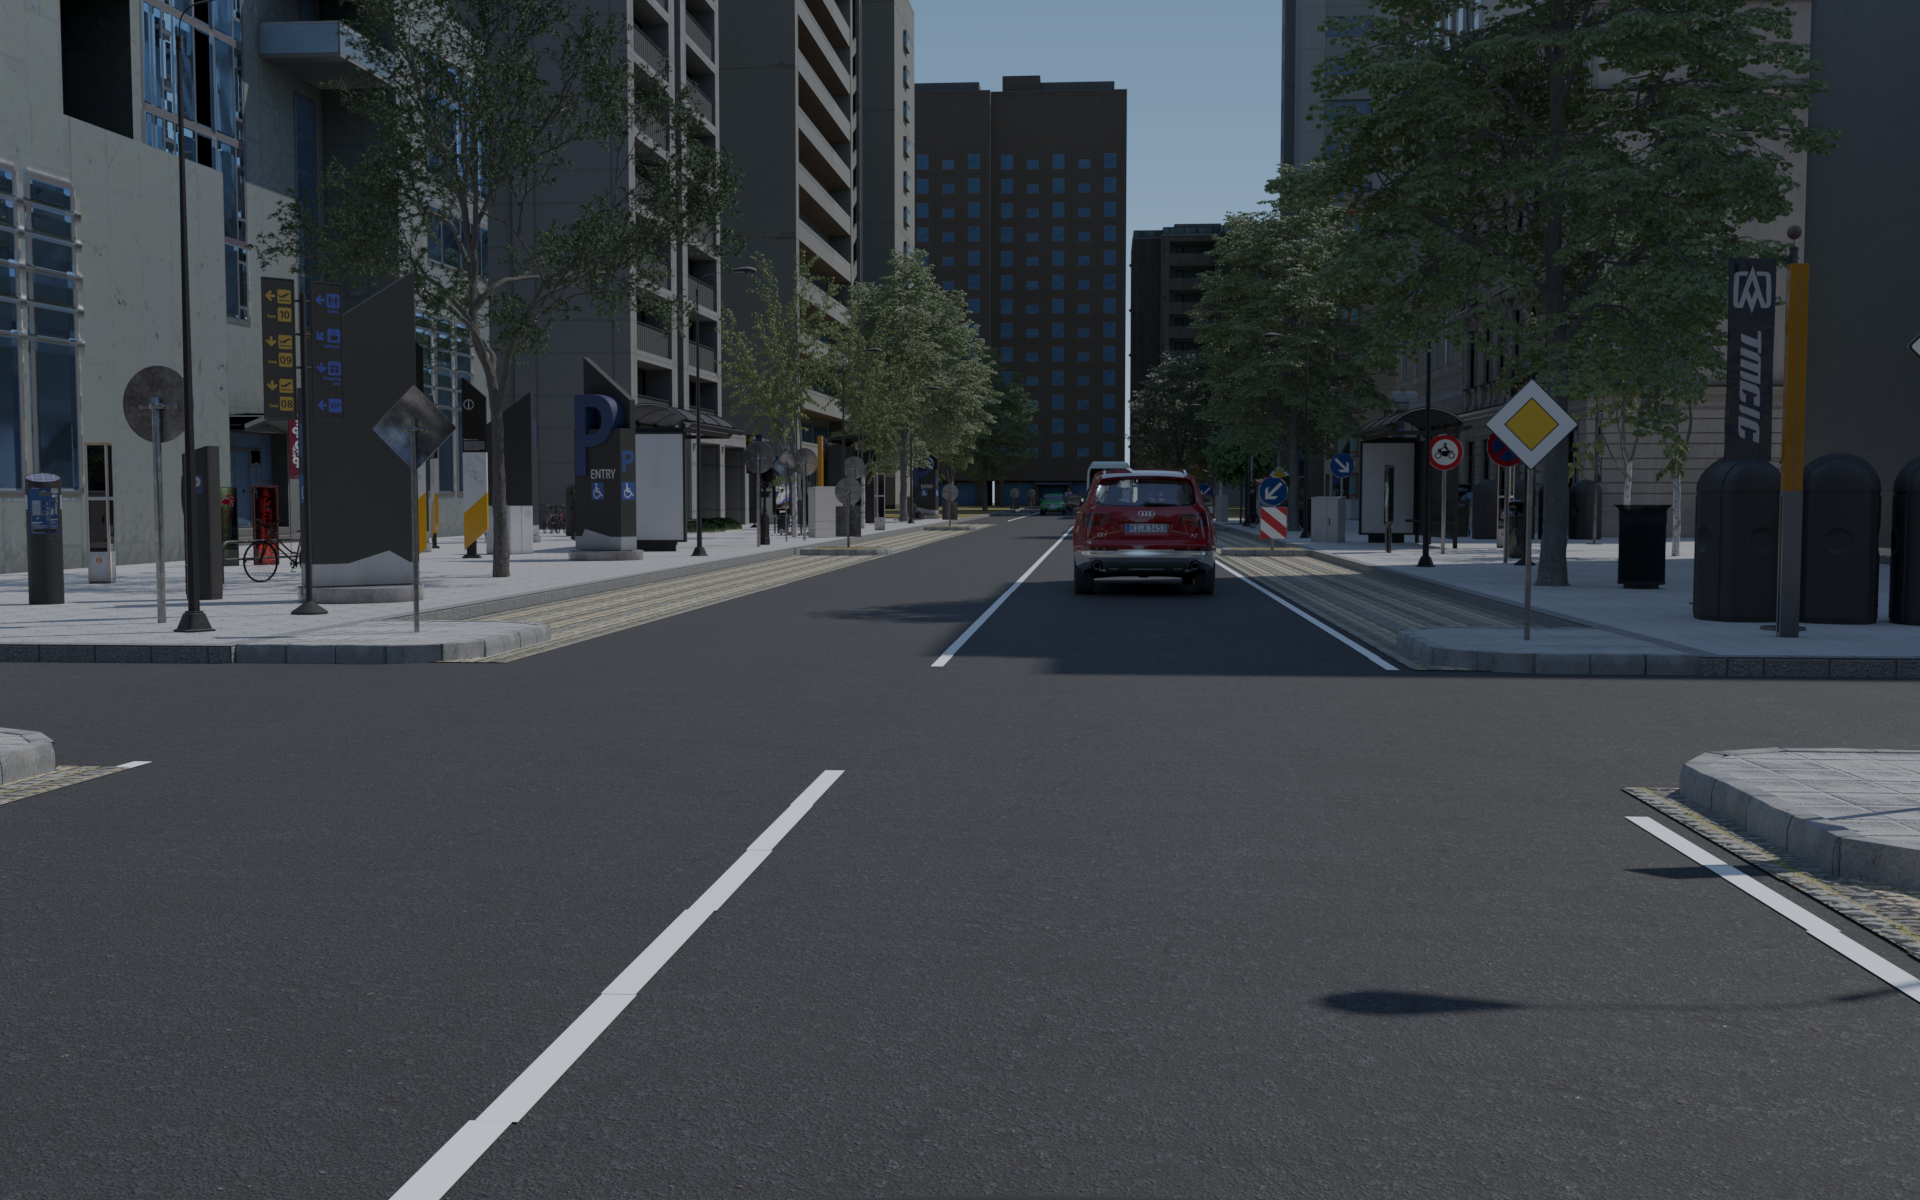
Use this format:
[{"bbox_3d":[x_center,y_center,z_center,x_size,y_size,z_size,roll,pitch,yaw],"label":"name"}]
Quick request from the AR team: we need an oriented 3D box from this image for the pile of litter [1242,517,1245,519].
[{"bbox_3d":[14.993,-4.498,87.505,1.176,0.858,1.719,-1,4,-22],"label":"pile of litter"}]

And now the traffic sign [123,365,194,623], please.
[{"bbox_3d":[-7.950,-1.044,17.174,0.768,2.556,0.104,1,4,9],"label":"traffic sign"}]

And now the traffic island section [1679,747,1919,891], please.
[{"bbox_3d":[4.331,0.919,7.259,2.009,0.180,2.903,0,4,5],"label":"traffic island section"}]

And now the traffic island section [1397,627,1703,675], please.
[{"bbox_3d":[4.997,0.432,15.216,2.009,0.180,2.903,0,4,5],"label":"traffic island section"}]

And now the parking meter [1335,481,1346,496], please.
[{"bbox_3d":[16.701,-4.302,76.053,0.399,1.863,0.255,-2,4,-25],"label":"parking meter"}]

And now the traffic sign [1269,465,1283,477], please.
[{"bbox_3d":[12.554,-4.095,68.138,0.795,2.450,0.064,0,4,7],"label":"traffic sign"}]

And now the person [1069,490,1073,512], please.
[{"bbox_3d":[8.533,-7.749,135.720,0.750,1.759,0.617,-2,4,-30],"label":"person"}]

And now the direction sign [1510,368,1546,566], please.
[{"bbox_3d":[10.175,-2.392,31.100,0.876,3.537,0.379,-2,4,-31],"label":"direction sign"}]

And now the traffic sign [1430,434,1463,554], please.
[{"bbox_3d":[10.302,-2.249,36.884,0.768,2.556,0.104,0,4,5],"label":"traffic sign"}]

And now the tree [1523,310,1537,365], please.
[{"bbox_3d":[15.324,-5.475,39.872,4.737,8.622,4.395,0,3,0],"label":"tree"}]

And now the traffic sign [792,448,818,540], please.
[{"bbox_3d":[-4.301,-2.918,47.814,0.768,2.556,0.104,1,4,10],"label":"traffic sign"}]

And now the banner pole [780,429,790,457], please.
[{"bbox_3d":[-6.744,-4.673,66.422,0.401,3.779,0.863,-3,4,-36],"label":"banner pole"}]

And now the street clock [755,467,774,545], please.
[{"bbox_3d":[-4.921,-2.388,43.616,0.358,2.002,0.471,3,4,38],"label":"street clock"}]

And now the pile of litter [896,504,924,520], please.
[{"bbox_3d":[-2.545,-4.457,86.840,1.719,0.858,1.176,-1,4,-16],"label":"pile of litter"}]

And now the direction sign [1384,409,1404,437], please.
[{"bbox_3d":[11.664,-3.342,46.637,0.876,3.537,0.379,-3,5,-40],"label":"direction sign"}]

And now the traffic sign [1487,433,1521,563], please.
[{"bbox_3d":[10.163,-1.963,32.195,0.768,2.556,0.104,0,4,8],"label":"traffic sign"}]

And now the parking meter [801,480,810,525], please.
[{"bbox_3d":[-6.410,-4.051,71.946,0.255,1.863,0.399,1,4,16],"label":"parking meter"}]

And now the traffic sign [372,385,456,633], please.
[{"bbox_3d":[-5.034,-0.756,15.997,0.795,2.450,0.064,0,4,5],"label":"traffic sign"}]

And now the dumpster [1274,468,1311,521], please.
[{"bbox_3d":[12.564,-3.898,66.230,1.502,2.255,1.985,0,4,5],"label":"dumpster"}]

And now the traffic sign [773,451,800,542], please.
[{"bbox_3d":[-4.667,-2.774,46.538,0.795,2.450,0.064,1,4,13],"label":"traffic sign"}]

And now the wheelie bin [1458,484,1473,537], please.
[{"bbox_3d":[14.992,-2.691,51.900,0.980,1.594,0.693,1,4,19],"label":"wheelie bin"}]

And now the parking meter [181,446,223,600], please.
[{"bbox_3d":[-9.211,-0.938,21.039,0.399,1.863,0.255,1,4,14],"label":"parking meter"}]

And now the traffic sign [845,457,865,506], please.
[{"bbox_3d":[-3.610,-3.590,58.806,0.768,2.556,0.104,0,4,7],"label":"traffic sign"}]

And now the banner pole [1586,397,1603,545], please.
[{"bbox_3d":[16.134,-3.289,43.798,0.401,3.779,0.863,0,4,8],"label":"banner pole"}]

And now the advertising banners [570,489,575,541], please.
[{"bbox_3d":[-10.353,-3.191,48.368,0.090,3.025,2.074,1,4,16],"label":"advertising banners"}]

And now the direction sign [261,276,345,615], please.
[{"bbox_3d":[-6.958,-1.616,18.419,0.379,3.537,0.876,3,5,43],"label":"direction sign"}]

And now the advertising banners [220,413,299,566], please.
[{"bbox_3d":[-12.556,-2.142,31.202,0.090,3.025,2.074,3,5,39],"label":"advertising banners"}]

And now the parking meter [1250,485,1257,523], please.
[{"bbox_3d":[12.878,-4.329,76.487,0.399,1.863,0.255,0,4,1],"label":"parking meter"}]

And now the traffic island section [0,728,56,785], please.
[{"bbox_3d":[-5.725,0.867,8.104,2.009,0.180,2.903,0,4,5],"label":"traffic island section"}]

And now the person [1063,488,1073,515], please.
[{"bbox_3d":[7.306,-6.639,116.921,0.709,1.838,0.599,1,4,9],"label":"person"}]

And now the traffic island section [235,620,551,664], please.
[{"bbox_3d":[-5.058,0.380,16.061,2.009,0.180,2.903,0,4,5],"label":"traffic island section"}]

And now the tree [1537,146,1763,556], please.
[{"bbox_3d":[14.530,-5.207,35.499,4.737,8.622,4.395,0,3,0],"label":"tree"}]

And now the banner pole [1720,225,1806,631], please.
[{"bbox_3d":[7.547,-1.604,16.237,0.863,3.779,0.401,0,4,-5],"label":"banner pole"}]

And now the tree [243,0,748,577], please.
[{"bbox_3d":[-6.983,-5.649,26.779,8.767,10.594,7.601,1,4,14],"label":"tree"}]

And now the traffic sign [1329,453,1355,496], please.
[{"bbox_3d":[11.884,-3.292,53.925,0.768,2.556,0.104,1,4,13],"label":"traffic sign"}]

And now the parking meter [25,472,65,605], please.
[{"bbox_3d":[-10.658,-0.719,20.169,0.372,1.533,0.369,0,3,0],"label":"parking meter"}]

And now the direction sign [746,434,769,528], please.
[{"bbox_3d":[-7.836,-4.526,65.999,0.876,3.537,0.379,3,5,40],"label":"direction sign"}]

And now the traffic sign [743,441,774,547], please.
[{"bbox_3d":[-4.887,-2.558,41.925,0.768,2.556,0.104,1,4,14],"label":"traffic sign"}]

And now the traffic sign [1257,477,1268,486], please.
[{"bbox_3d":[15.504,-5.464,89.444,0.768,2.556,0.104,0,4,7],"label":"traffic sign"}]

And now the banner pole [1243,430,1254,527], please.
[{"bbox_3d":[11.286,-4.725,67.274,0.401,3.779,0.863,0,4,-4],"label":"banner pole"}]

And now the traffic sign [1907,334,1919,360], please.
[{"bbox_3d":[4.306,-0.217,7.184,0.795,2.450,0.064,0,4,5],"label":"traffic sign"}]

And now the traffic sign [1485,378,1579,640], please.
[{"bbox_3d":[4.973,-0.703,15.141,0.795,2.450,0.064,0,4,5],"label":"traffic sign"}]
